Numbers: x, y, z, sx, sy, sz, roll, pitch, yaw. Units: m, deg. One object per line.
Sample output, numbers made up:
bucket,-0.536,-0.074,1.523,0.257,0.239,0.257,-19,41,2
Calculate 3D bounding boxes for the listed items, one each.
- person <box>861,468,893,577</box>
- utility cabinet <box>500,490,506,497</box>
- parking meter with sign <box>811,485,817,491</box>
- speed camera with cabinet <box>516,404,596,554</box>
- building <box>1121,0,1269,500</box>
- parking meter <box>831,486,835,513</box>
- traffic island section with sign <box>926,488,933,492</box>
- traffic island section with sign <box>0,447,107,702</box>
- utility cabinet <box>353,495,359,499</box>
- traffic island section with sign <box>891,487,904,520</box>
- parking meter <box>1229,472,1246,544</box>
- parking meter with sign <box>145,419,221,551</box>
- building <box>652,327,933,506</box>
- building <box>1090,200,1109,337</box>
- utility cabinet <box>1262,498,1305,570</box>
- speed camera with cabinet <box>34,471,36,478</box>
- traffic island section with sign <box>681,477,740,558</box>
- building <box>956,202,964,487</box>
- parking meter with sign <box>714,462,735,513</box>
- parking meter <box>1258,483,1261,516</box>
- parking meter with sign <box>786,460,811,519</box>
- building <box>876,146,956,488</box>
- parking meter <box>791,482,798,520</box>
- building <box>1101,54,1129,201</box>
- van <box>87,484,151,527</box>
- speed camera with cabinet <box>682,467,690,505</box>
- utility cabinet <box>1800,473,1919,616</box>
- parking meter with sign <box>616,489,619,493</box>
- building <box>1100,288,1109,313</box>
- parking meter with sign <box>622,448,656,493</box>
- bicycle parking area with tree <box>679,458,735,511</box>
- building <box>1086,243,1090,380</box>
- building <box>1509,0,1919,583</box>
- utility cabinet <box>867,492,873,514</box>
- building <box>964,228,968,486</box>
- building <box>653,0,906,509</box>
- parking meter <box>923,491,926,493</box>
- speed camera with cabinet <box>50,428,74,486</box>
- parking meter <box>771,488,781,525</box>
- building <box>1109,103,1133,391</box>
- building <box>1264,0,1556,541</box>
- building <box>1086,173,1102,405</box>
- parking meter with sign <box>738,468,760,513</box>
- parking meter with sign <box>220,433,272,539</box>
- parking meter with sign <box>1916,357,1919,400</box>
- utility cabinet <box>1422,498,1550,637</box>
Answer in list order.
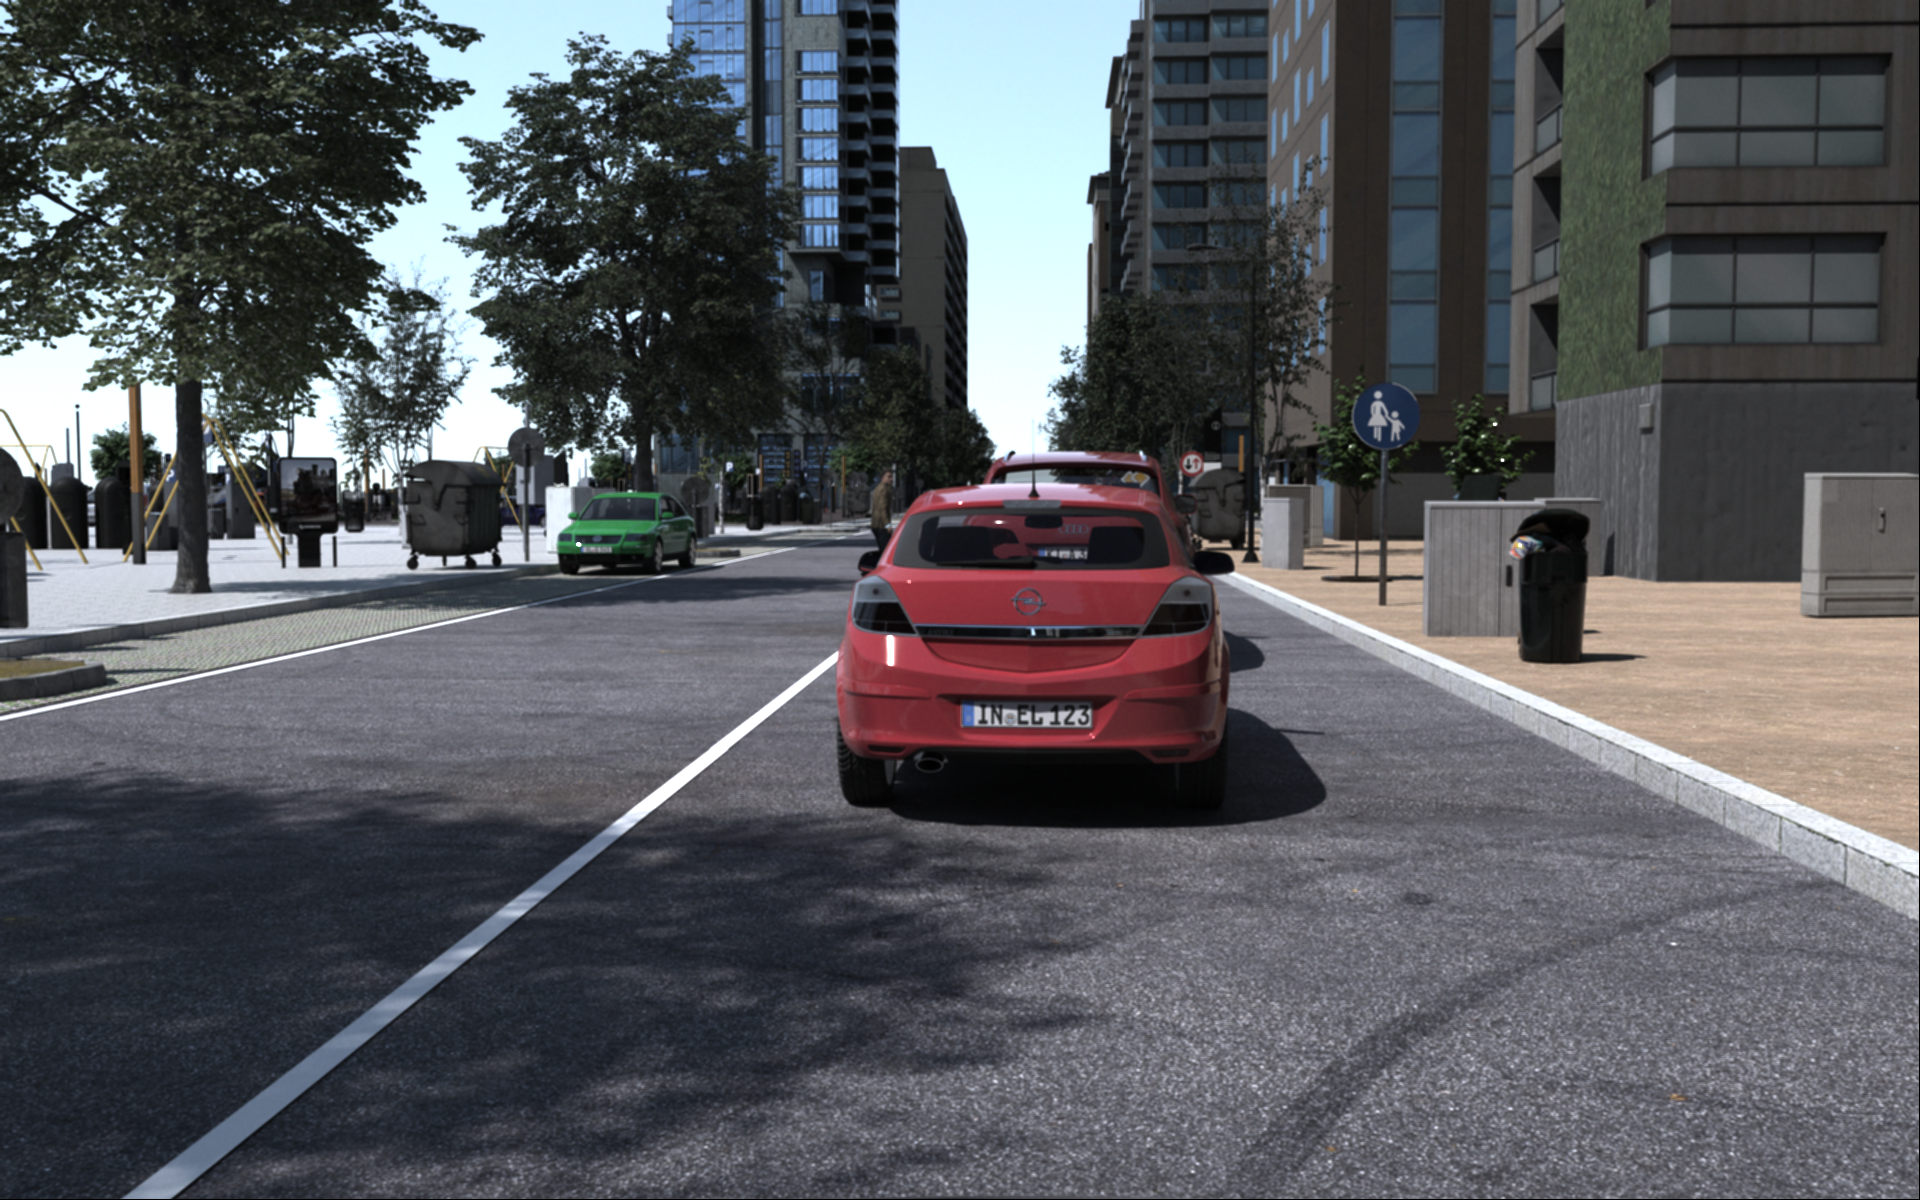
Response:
person,-1.227,-1.149,27.194,0.656,1.842,0.836,3,5,40
utility cabinet,-24.387,-5.147,92.828,0.318,1.500,1.173,0,4,-2
parking meter with sign,-12.024,-8.854,141.017,0.543,3.016,1.738,3,5,41
speed camera with cabinet,-8.822,-2.651,37.675,2.038,3.252,0.660,3,5,40
building,26.509,-33.119,161.096,23.786,49.044,30.456,0,4,3
parking meter,-8.772,-6.960,119.500,0.255,1.863,0.399,-1,4,-16
traffic island section with sign,-2.045,-6.935,122.022,1.989,1.847,2.006,0,4,3
traffic island section with sign,-7.392,-0.236,12.486,1.989,1.847,2.006,0,4,3
utility cabinet,-42.701,-6.814,122.575,0.306,1.237,1.020,-2,4,-34
traffic island section with sign,-3.365,-5.289,95.099,1.989,1.847,2.006,0,4,3
parking meter,7.179,-2.391,44.807,0.399,1.863,0.255,-2,4,-30
parking meter with sign,-17.898,-2.658,39.719,0.543,3.016,1.738,1,4,18
building,-17.766,-21.380,194.600,27.650,21.520,28.899,0,4,3
building,27.162,-37.082,256.396,14.600,45.320,14.200,0,4,3
utility cabinet,5.539,-1.133,29.683,0.306,1.237,1.020,-1,4,-17
speed camera with cabinet,-63.892,-7.629,119.066,0.660,3.252,2.038,-3,4,-39
traffic island section with sign,-6.069,-1.883,39.409,1.989,1.847,2.006,0,4,3
building,-10.935,-39.313,266.471,21.300,48.544,21.600,0,4,3
parking meter with sign,-12.862,-5.921,93.061,0.543,3.016,1.738,2,4,31
parking meter,15.649,-5.140,89.745,0.399,1.863,0.255,1,4,16
parking meter with sign,-8.618,-5.708,89.584,0.543,3.016,1.738,-3,5,-43
building,-12.166,-37.997,244.946,21.300,48.544,21.600,0,4,3
parking meter,-8.162,-4.874,85.397,0.255,1.863,0.399,-2,4,-25
building,31.898,-37.646,204.753,28.713,52.752,27.495,0,4,3
van,-34.556,-3.871,70.309,4.112,2.044,2.013,0,4,2
speed camera with cabinet,-19.597,-8.104,126.831,0.660,3.252,2.038,2,4,25
utility cabinet,9.416,-0.574,18.056,1.173,1.500,0.318,-1,4,-9
parking meter with sign,-29.344,-9.285,148.064,0.543,3.016,1.738,1,4,18
building,26.517,-28.786,242.357,14.160,30.474,14.107,0,4,3
parking meter with sign,-11.879,-4.236,65.517,1.738,3.016,0.543,1,4,20
bicycle parking area with tree,-19.065,-9.028,134.611,9.016,4.147,8.231,-1,4,-21
building,28.852,-39.652,298.412,14.600,45.320,14.200,0,4,3
building,17.479,-21.213,30.430,14.154,41.232,14.086,0,4,3
utility cabinet,-6.037,-6.156,109.337,1.173,1.500,0.318,2,4,25
building,-9.829,-40.674,288.726,21.300,48.544,21.600,0,4,3
building,-15.881,-51.981,162.565,22.319,86.520,31.000,0,4,3
parking meter,-3.011,-8.542,148.066,0.372,1.533,0.369,0,3,0
speed camera with cabinet,-27.084,-3.541,52.236,0.660,3.252,2.038,-2,4,-27
parking meter,-7.639,-3.885,71.928,0.372,1.533,0.369,0,3,0
building,22.827,-30.631,184.407,14.154,41.232,14.086,0,4,3
building,17.269,-24.607,52.443,14.600,45.320,14.200,0,4,3
building,34.813,-42.042,276.630,28.713,52.752,27.495,0,4,3
parking meter with sign,-14.223,-7.373,116.815,0.543,3.016,1.738,3,5,44
parking meter with sign,-20.583,-3.253,49.444,1.738,3.016,0.543,-3,5,-44
parking meter with sign,12.824,-1.539,21.429,0.543,3.016,1.738,-2,4,-35
utility cabinet,4.728,-0.274,15.635,1.020,1.237,0.306,0,4,4
